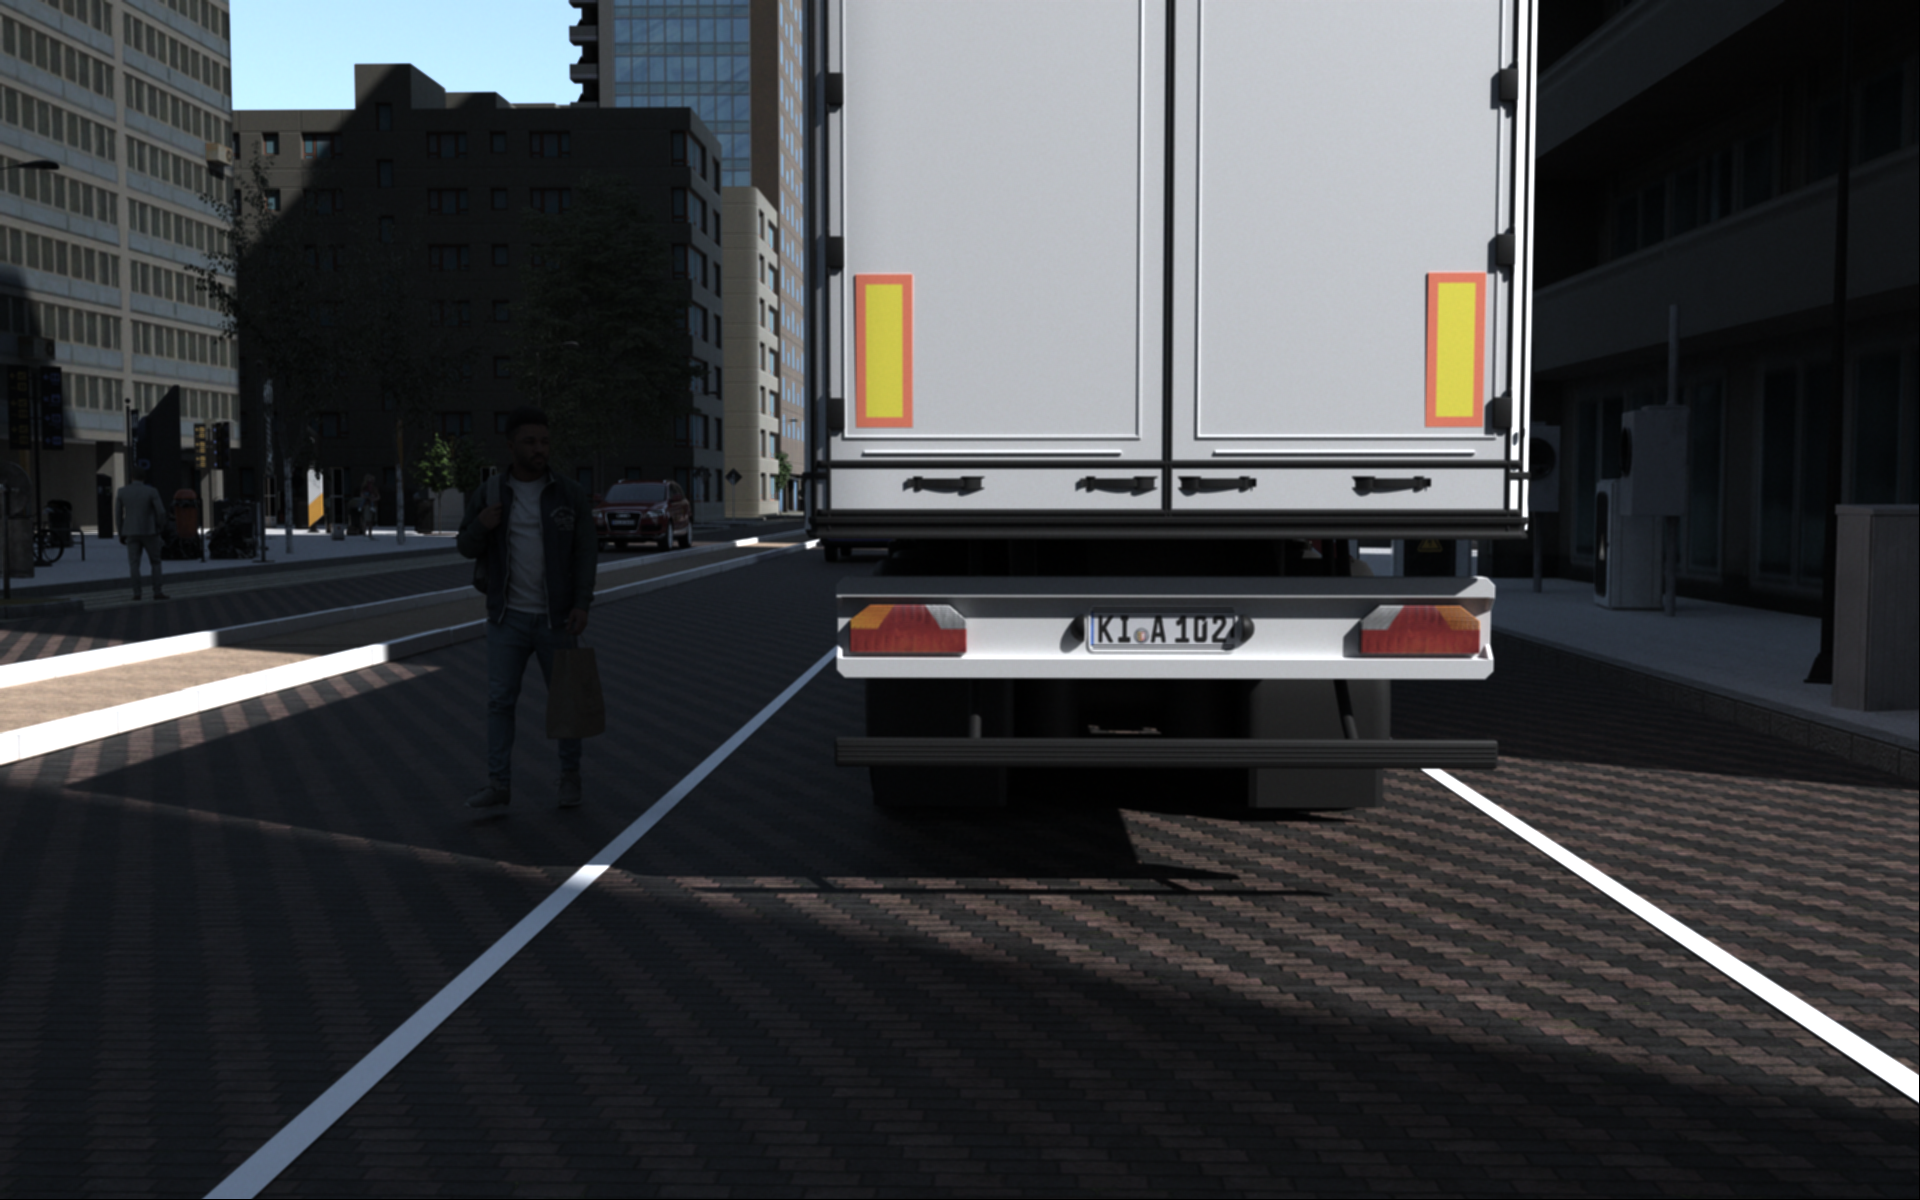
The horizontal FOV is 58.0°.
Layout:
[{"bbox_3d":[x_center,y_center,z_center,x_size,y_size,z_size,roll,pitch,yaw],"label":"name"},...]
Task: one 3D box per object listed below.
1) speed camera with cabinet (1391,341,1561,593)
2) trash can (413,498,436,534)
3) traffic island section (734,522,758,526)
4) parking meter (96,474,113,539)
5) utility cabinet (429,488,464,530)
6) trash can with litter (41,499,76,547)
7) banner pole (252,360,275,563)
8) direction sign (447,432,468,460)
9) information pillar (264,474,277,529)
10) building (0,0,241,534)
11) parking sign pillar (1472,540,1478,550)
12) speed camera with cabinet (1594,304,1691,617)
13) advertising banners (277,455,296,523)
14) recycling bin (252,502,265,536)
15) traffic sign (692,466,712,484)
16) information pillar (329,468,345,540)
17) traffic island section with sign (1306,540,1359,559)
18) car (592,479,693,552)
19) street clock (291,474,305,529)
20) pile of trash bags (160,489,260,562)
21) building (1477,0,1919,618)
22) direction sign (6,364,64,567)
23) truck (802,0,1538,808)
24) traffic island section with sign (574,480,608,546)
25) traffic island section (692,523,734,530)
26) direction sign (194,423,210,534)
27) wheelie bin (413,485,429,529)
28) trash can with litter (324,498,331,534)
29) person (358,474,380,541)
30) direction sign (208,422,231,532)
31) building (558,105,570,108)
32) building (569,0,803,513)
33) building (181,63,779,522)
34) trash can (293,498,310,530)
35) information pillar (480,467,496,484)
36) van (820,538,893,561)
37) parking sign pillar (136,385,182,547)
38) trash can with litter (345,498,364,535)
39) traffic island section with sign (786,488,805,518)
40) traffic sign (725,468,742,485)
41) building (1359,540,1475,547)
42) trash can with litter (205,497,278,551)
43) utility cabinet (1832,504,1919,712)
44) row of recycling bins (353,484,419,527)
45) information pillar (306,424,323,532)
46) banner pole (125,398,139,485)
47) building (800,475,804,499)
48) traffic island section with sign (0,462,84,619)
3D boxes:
[{"bbox_3d":[6.658,-1.717,22.413,2.038,3.252,0.660,1,4,11],"label":"speed camera with cabinet"},{"bbox_3d":[-17.358,-2.720,56.123,0.748,1.137,0.748,0,3,0],"label":"trash can"},{"bbox_3d":[-10.248,-3.418,78.161,2.009,0.180,2.903,0,4,2],"label":"traffic island section"},{"bbox_3d":[-24.667,-2.707,49.969,0.399,1.863,0.255,2,4,28],"label":"parking meter"},{"bbox_3d":[-18.147,-3.214,61.231,1.173,1.500,0.318,-1,4,-9],"label":"utility cabinet"},{"bbox_3d":[-21.643,-1.849,41.623,0.624,1.170,1.055,-1,4,-19],"label":"trash can with litter"},{"bbox_3d":[-13.113,-2.612,32.729,0.401,3.779,0.863,0,4,0],"label":"banner pole"},{"bbox_3d":[-18.369,-4.368,63.417,0.876,3.537,0.379,1,4,19],"label":"direction sign"},{"bbox_3d":[-25.667,-3.668,64.458,0.304,2.012,0.304,3,4,36],"label":"information pillar"},{"bbox_3d":[-38.728,-22.385,57.881,23.993,40.220,32.217,0,4,2],"label":"building"},{"bbox_3d":[12.234,-3.169,40.290,1.447,3.967,1.447,1,4,9],"label":"parking sign pillar"},{"bbox_3d":[7.414,-1.502,18.897,0.660,3.252,2.038,1,4,11],"label":"speed camera with cabinet"},{"bbox_3d":[-30.572,-5.003,77.991,2.074,3.025,0.090,2,4,28],"label":"advertising banners"},{"bbox_3d":[-21.703,-2.480,53.095,0.722,1.027,0.722,-2,4,-24],"label":"recycling bin"},{"bbox_3d":[-10.454,-4.154,70.111,0.795,2.593,0.064,0,4,2],"label":"traffic sign"},{"bbox_3d":[-17.322,-2.671,48.161,0.304,2.012,0.304,-2,4,-33],"label":"information pillar"},{"bbox_3d":[4.163,-0.732,20.602,1.989,1.847,2.006,0,4,2],"label":"traffic island section with sign"},{"bbox_3d":[-8.221,-2.213,44.849,2.281,1.827,5.304,0,3,0],"label":"car"},{"bbox_3d":[-24.419,-3.628,63.881,0.471,2.002,0.358,-1,4,-8],"label":"street clock"},{"bbox_3d":[-14.867,-1.480,33.952,1.912,1.369,3.447,-1,4,-14],"label":"pile of trash bags"},{"bbox_3d":[18.503,-23.937,15.069,21.300,48.544,21.600,0,4,2],"label":"building"},{"bbox_3d":[-16.306,-2.362,30.608,0.876,3.537,0.379,-3,5,-44],"label":"direction sign"},{"bbox_3d":[0.824,-1.369,11.302,2.839,4.237,11.283,0,4,1],"label":"truck"},{"bbox_3d":[-10.797,-2.392,47.742,1.989,1.847,2.006,0,4,2],"label":"traffic island section with sign"},{"bbox_3d":[-10.477,-2.930,70.179,2.009,0.180,2.903,0,4,2],"label":"traffic island section"},{"bbox_3d":[-24.165,-3.903,55.811,0.876,3.537,0.379,-2,4,-30],"label":"direction sign"},{"bbox_3d":[-19.247,-3.340,62.525,0.980,1.594,0.693,-2,4,-31],"label":"wheelie bin"},{"bbox_3d":[-20.374,-2.759,56.497,0.624,1.170,1.055,-2,4,-29],"label":"trash can with litter"},{"bbox_3d":[-16.356,-2.565,47.948,0.573,1.828,0.580,-1,4,-18],"label":"person"},{"bbox_3d":[-23.194,-3.828,54.577,0.876,3.537,0.379,3,5,42],"label":"direction sign"},{"bbox_3d":[-26.599,-28.953,165.265,32.217,40.220,23.993,0,4,2],"label":"building"},{"bbox_3d":[-18.766,-28.912,122.830,14.600,45.320,14.200,0,4,2],"label":"building"},{"bbox_3d":[-25.425,-15.134,92.477,27.650,21.520,28.899,0,4,2],"label":"building"},{"bbox_3d":[-23.748,-3.122,62.704,0.748,1.137,0.748,0,3,0],"label":"trash can"},{"bbox_3d":[-12.641,-2.568,46.472,0.304,2.012,0.304,1,4,11],"label":"information pillar"},{"bbox_3d":[-1.908,-2.090,38.552,2.240,2.365,5.245,0,4,2],"label":"van"},{"bbox_3d":[-19.535,-3.289,42.243,1.447,3.967,1.447,0,4,6],"label":"parking sign pillar"},{"bbox_3d":[-18.805,-2.608,54.029,0.624,1.170,1.055,0,4,-7],"label":"trash can with litter"},{"bbox_3d":[-9.215,-5.756,102.745,1.989,1.847,2.006,0,4,2],"label":"traffic island section with sign"},{"bbox_3d":[-10.224,-4.642,78.093,0.795,2.593,0.064,0,4,2],"label":"traffic sign"},{"bbox_3d":[18.451,-31.301,53.771,21.231,58.520,28.212,0,4,2],"label":"building"},{"bbox_3d":[-16.579,-1.716,39.116,2.233,1.210,1.678,-3,5,-44],"label":"trash can with litter"},{"bbox_3d":[5.786,0.044,10.435,1.020,1.237,0.306,-1,4,-17],"label":"utility cabinet"},{"bbox_3d":[-22.348,-3.794,69.141,3.534,1.692,1.069,-2,4,-24],"label":"row of recycling bins"},{"bbox_3d":[-21.592,-4.073,57.945,0.504,3.616,0.183,0,4,3],"label":"information pillar"},{"bbox_3d":[-21.563,-3.374,45.190,0.863,3.779,0.401,3,5,41],"label":"banner pole"},{"bbox_3d":[-28.128,-34.283,244.120,14.086,41.232,14.154,0,4,2],"label":"building"},{"bbox_3d":[-11.587,-0.723,20.447,1.989,1.847,2.006,0,4,2],"label":"traffic island section with sign"}]
